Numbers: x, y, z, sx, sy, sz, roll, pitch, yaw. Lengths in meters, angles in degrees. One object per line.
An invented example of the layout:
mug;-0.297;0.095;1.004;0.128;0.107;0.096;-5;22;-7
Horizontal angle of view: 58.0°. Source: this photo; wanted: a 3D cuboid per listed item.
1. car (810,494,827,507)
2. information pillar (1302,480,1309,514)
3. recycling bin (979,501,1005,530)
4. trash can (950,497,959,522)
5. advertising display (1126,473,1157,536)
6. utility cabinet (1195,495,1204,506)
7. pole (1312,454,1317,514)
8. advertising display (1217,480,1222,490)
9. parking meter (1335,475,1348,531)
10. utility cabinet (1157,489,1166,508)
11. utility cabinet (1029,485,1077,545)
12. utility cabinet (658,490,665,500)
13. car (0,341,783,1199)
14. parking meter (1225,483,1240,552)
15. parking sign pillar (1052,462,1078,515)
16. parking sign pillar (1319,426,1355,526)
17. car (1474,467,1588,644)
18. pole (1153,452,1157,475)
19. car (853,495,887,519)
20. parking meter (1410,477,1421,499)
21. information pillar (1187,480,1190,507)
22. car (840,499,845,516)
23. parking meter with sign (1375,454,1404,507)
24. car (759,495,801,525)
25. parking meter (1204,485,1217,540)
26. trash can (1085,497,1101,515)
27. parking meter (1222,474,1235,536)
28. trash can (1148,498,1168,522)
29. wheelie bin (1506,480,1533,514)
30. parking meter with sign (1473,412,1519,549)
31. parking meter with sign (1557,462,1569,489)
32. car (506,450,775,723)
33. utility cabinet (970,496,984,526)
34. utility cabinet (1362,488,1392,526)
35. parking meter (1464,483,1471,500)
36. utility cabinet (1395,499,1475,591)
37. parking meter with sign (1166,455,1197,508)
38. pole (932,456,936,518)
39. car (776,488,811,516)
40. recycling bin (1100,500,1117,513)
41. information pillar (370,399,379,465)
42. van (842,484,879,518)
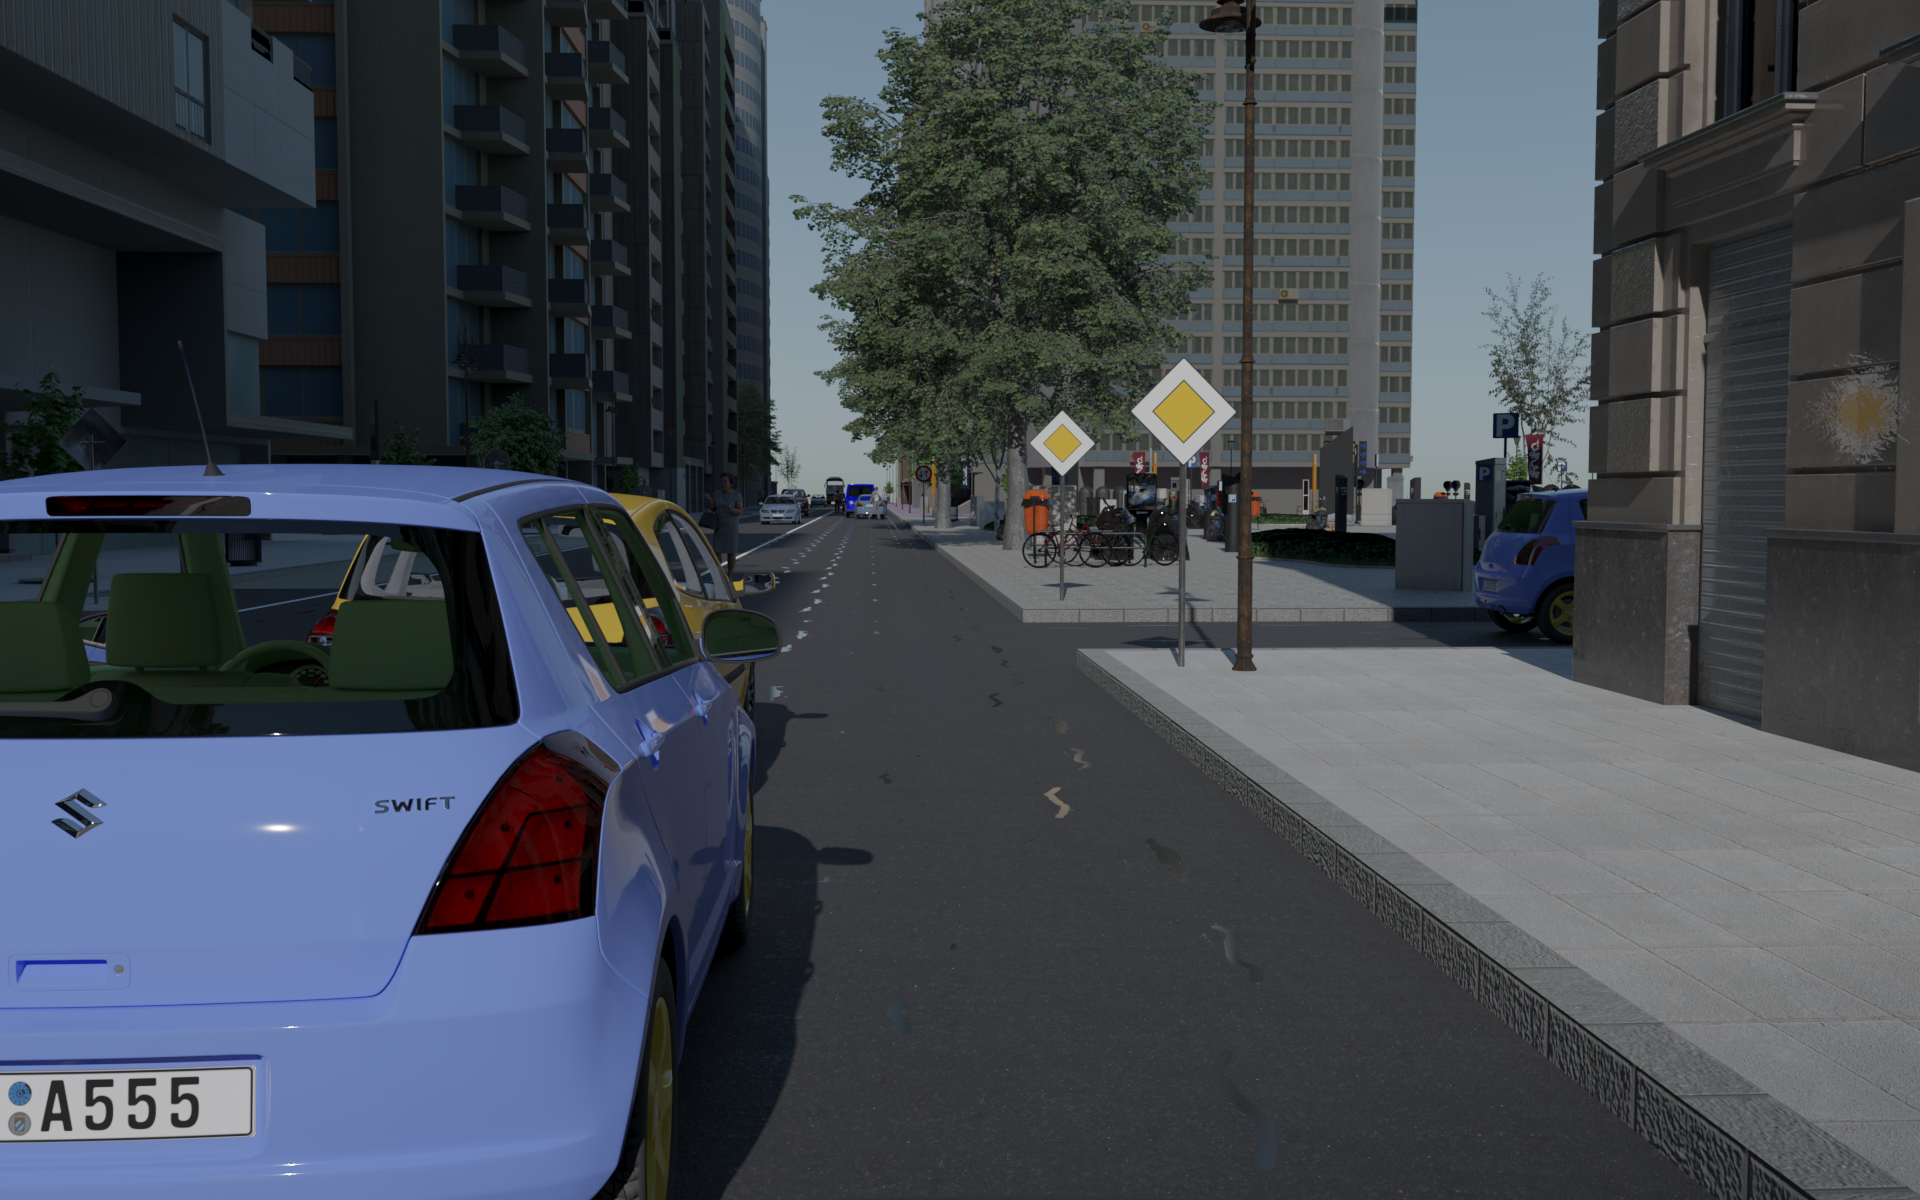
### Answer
car;-15.785;-11.071;193.015;2.014;1.417;4.499;0;4;-5
information pillar;17.637;-5.134;88.425;0.304;2.012;0.304;0;4;4
recycling bin;1.146;-3.003;61.648;0.722;1.027;0.722;-2;4;-24
trash can;-0.394;-4.189;80.148;0.748;1.137;0.748;0;3;0
advertising display;5.567;-2.930;53.118;0.974;1.923;0.123;-1;4;-18
utility cabinet;12.656;-4.916;91.532;0.306;1.237;1.020;-1;4;-8
pole;18.161;-5.807;88.785;0.158;3.312;0.155;0;3;0
advertising display;12.407;-4.654;81.302;0.974;1.923;0.123;-3;5;-43
parking meter;11.458;-2.836;52.079;0.255;1.863;0.399;-1;4;-11
utility cabinet;8.033;-3.744;69.888;0.318;1.500;1.173;0;4;-6
utility cabinet;2.297;-2.101;43.034;1.173;1.500;0.318;0;3;0
utility cabinet;-15.301;-4.899;88.775;0.318;1.500;1.173;0;4;-7
car;-1.439;0.319;4.377;1.945;1.707;3.694;0;4;-3
parking meter;6.043;-1.825;38.252;0.372;1.533;0.369;0;3;0
parking sign pillar;4.681;-5.427;77.204;1.447;3.967;1.447;-3;5;-42
parking sign pillar;15.056;-4.938;69.207;1.447;3.967;1.447;2;4;26
car;7.102;-0.473;17.330;3.694;1.707;1.945;0;4;-1
pole;9.520;-5.559;84.732;0.158;3.312;0.155;0;3;0
car;-5.175;-5.353;99.521;2.014;1.417;4.499;0;4;-3
parking meter;15.806;-3.329;60.148;0.255;1.863;0.399;-1;4;-14
information pillar;11.387;-5.070;87.389;0.304;2.012;0.304;2;4;31
car;-7.036;-6.509;116.211;2.009;1.686;4.222;0;4;-3
parking meter with sign;18.858;-4.814;74.973;1.738;3.016;0.543;1;4;22
car;-8.530;-4.313;82.518;2.014;1.417;4.499;0;4;-2
parking meter;7.045;-2.466;48.723;0.372;1.533;0.369;0;3;0
trash can;6.173;-4.194;80.219;0.748;1.137;0.748;0;3;0
parking meter;7.709;-2.689;49.678;0.399;1.863;0.255;0;4;5
trash can;6.950;-3.024;61.093;0.748;1.137;0.748;0;3;0
wheelie bin;12.490;-1.894;38.867;0.980;1.594;0.693;1;4;12
parking meter with sign;11.167;-2.464;36.543;0.543;3.016;1.738;3;5;39
parking meter with sign;32.758;-5.942;93.405;0.543;3.016;1.738;3;5;41
car;-1.976;0.091;8.731;2.015;1.641;3.980;0;4;-3
utility cabinet;0.706;-3.657;70.953;0.306;1.237;1.020;1;4;17
utility cabinet;16.616;-3.691;69.026;1.173;1.500;0.318;3;5;43
parking meter;25.560;-4.991;87.318;0.255;1.863;0.399;0;4;4
utility cabinet;6.377;-0.741;23.284;0.306;1.237;1.020;-3;5;-44
parking meter with sign;9.948;-5.038;78.639;0.543;3.016;1.738;-2;4;-34
pole;-1.397;-6.047;92.712;0.158;3.312;0.155;0;3;0
car;-11.017;-6.471;114.473;2.281;1.827;5.304;0;4;-5
recycling bin;6.740;-4.042;78.643;0.722;1.027;0.722;1;4;8
information pillar;-14.417;-3.141;42.713;0.183;3.616;0.504;-2;4;-33
van;-6.039;-6.174;105.324;2.240;2.365;5.245;0;4;-3
